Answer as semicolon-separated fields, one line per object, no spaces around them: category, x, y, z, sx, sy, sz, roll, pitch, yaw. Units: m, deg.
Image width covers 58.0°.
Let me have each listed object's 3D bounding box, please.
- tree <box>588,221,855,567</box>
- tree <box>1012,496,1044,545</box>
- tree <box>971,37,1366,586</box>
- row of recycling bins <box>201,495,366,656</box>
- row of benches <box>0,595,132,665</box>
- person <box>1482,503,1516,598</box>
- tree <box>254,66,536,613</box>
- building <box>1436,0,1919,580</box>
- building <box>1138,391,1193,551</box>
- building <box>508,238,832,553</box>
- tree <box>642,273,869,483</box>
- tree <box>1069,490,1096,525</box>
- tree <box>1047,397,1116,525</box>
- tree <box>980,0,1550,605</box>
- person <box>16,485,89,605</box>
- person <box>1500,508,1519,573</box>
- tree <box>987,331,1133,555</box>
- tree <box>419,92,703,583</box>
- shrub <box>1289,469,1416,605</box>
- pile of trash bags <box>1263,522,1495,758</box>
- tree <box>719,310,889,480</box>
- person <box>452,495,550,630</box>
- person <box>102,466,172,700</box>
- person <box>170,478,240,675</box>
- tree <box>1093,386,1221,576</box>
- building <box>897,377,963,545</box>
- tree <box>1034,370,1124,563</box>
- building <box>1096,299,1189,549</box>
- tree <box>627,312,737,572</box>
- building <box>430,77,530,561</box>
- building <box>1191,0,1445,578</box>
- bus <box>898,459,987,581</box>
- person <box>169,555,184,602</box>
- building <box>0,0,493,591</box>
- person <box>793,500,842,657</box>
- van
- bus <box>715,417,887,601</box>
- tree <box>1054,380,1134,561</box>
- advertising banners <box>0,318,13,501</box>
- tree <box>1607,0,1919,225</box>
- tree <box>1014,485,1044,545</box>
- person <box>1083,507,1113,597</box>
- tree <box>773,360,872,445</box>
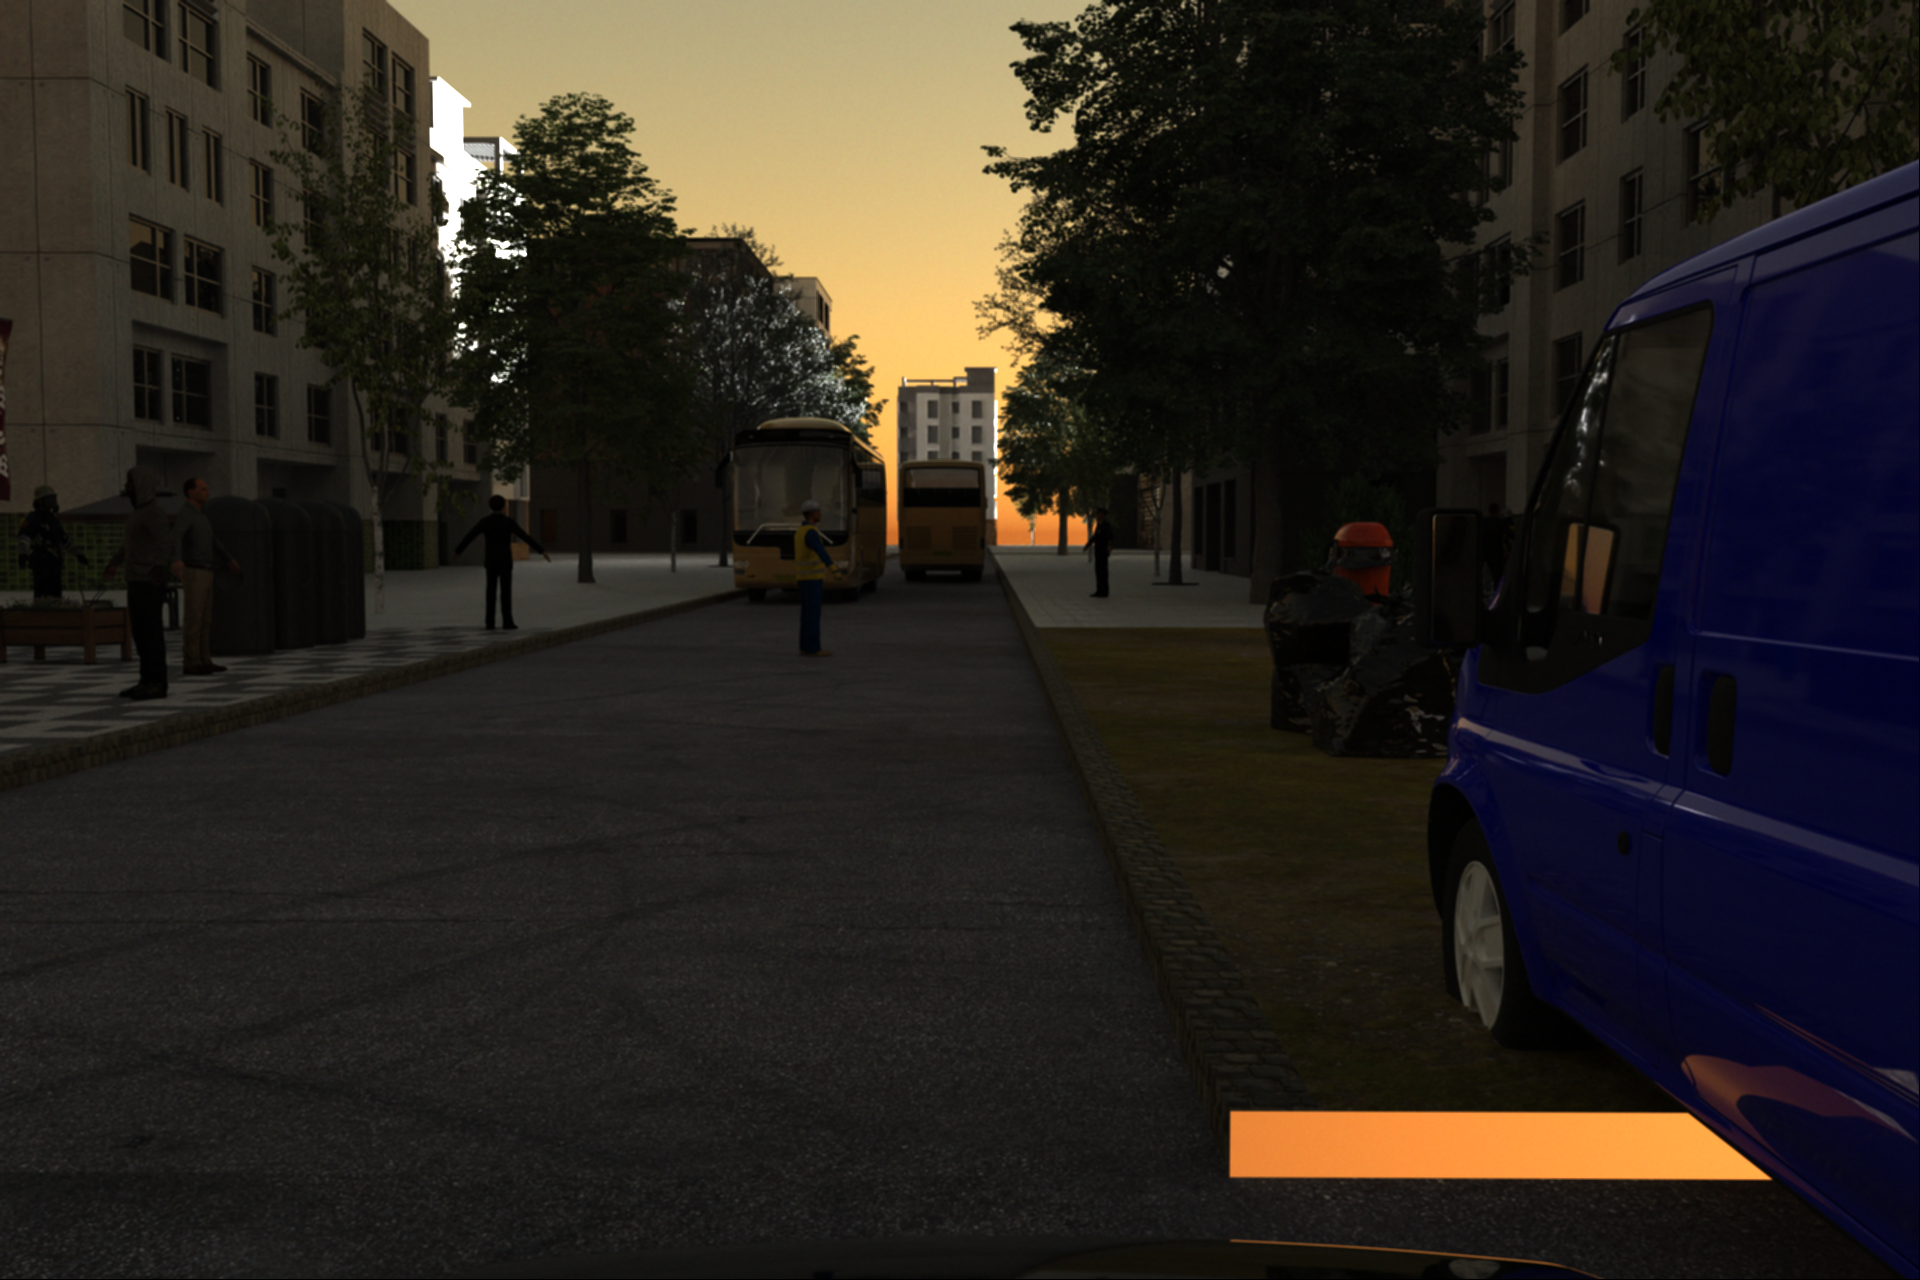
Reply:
tree;-9.122;-9.606;67.432;12.009;13.543;11.850;0;3;0
tree;8.584;-15.320;200.838;4.360;8.622;3.978;0;3;0
tree;5.473;-8.118;43.103;12.009;13.543;11.850;0;3;0
row of recycling bins;-7.735;-0.782;19.902;1.069;1.692;3.534;0;4;1
row of benches;-10.467;-0.129;17.576;4.104;0.672;1.422;1;4;10
person;8.973;-1.399;29.094;0.704;1.802;1.346;-3;5;-42
tree;-9.262;-4.732;27.738;4.737;8.622;4.395;0;3;0
building;21.659;-10.198;33.192;16.747;18.905;31.486;0;4;1
building;24.433;-18.817;138.583;19.493;23.208;18.063;0;4;1
building;-25.362;-17.865;136.067;27.936;21.610;32.646;0;4;1
tree;-9.364;-10.430;80.894;12.009;13.543;11.850;0;3;0
tree;16.980;-17.630;194.905;9.857;13.997;8.962;0;3;0
tree;6.892;-8.586;90.741;4.360;8.622;3.978;0;3;0
tree;5.542;-7.632;31.439;9.857;13.997;8.962;0;3;0
person;-10.728;-0.894;20.391;0.705;1.856;1.354;0;4;2
person;12.004;-1.979;38.118;1.354;1.858;0.705;-1;4;-14
tree;6.138;-12.087;104.285;9.857;13.997;8.962;0;3;0
tree;-10.246;-7.777;45.279;7.486;12.596;7.792;0;3;0
shrub;4.552;-0.935;19.713;1.690;2.028;1.600;0;3;0
pile of trash bags;2.973;-0.110;11.556;1.912;1.369;3.447;0;4;0
tree;-8.701;-11.545;95.412;9.857;13.997;8.962;0;3;0
person;-6.188;-1.044;23.262;1.347;1.806;0.705;0;4;4
person;-6.396;-0.453;13.537;0.705;1.813;1.348;-3;5;-41
person;-6.986;-0.590;15.924;0.705;1.796;1.348;0;4;-2
tree;5.976;-6.236;52.317;4.360;8.622;3.978;0;3;0
building;-6.912;-20.966;201.668;11.380;20.090;16.016;1;4;10
tree;5.599;-7.720;76.582;4.737;8.622;4.395;0;3;0
building;26.787;-19.635;165.004;27.936;21.610;32.646;0;4;0
tree;-9.632;-6.600;58.269;4.737;8.622;4.395;0;3;0
building;-26.611;-13.258;73.186;16.016;20.090;11.380;0;4;1
building;22.479;-13.546;65.448;27.936;21.610;32.646;0;4;1
bus;-0.496;-3.945;56.042;2.896;3.916;12.252;0;4;0
person;-14.532;-1.436;32.740;0.991;1.433;0.599;0;4;4
building;-27.405;-11.473;54.038;16.747;18.905;31.486;0;4;1
person;-1.723;-0.730;20.360;0.705;1.833;1.349;-2;4;-24
van;2.256;0.099;2.771;2.240;2.365;5.245;0;4;0
bus;-3.302;-2.976;40.208;2.896;3.916;12.252;0;4;1
tree;6.356;-8.086;82.563;4.737;8.622;4.395;0;3;0
advertising banners;-7.750;-1.042;13.218;0.090;3.025;2.074;0;4;0
tree;6.265;-3.784;12.237;4.737;8.622;4.395;0;3;0
tree;8.133;-15.026;196.044;4.737;8.622;4.395;0;3;0
person;2.852;-1.790;35.206;0.705;1.837;1.347;-1;4;-19
tree;-8.783;-11.529;106.628;7.486;12.596;7.792;0;3;0
